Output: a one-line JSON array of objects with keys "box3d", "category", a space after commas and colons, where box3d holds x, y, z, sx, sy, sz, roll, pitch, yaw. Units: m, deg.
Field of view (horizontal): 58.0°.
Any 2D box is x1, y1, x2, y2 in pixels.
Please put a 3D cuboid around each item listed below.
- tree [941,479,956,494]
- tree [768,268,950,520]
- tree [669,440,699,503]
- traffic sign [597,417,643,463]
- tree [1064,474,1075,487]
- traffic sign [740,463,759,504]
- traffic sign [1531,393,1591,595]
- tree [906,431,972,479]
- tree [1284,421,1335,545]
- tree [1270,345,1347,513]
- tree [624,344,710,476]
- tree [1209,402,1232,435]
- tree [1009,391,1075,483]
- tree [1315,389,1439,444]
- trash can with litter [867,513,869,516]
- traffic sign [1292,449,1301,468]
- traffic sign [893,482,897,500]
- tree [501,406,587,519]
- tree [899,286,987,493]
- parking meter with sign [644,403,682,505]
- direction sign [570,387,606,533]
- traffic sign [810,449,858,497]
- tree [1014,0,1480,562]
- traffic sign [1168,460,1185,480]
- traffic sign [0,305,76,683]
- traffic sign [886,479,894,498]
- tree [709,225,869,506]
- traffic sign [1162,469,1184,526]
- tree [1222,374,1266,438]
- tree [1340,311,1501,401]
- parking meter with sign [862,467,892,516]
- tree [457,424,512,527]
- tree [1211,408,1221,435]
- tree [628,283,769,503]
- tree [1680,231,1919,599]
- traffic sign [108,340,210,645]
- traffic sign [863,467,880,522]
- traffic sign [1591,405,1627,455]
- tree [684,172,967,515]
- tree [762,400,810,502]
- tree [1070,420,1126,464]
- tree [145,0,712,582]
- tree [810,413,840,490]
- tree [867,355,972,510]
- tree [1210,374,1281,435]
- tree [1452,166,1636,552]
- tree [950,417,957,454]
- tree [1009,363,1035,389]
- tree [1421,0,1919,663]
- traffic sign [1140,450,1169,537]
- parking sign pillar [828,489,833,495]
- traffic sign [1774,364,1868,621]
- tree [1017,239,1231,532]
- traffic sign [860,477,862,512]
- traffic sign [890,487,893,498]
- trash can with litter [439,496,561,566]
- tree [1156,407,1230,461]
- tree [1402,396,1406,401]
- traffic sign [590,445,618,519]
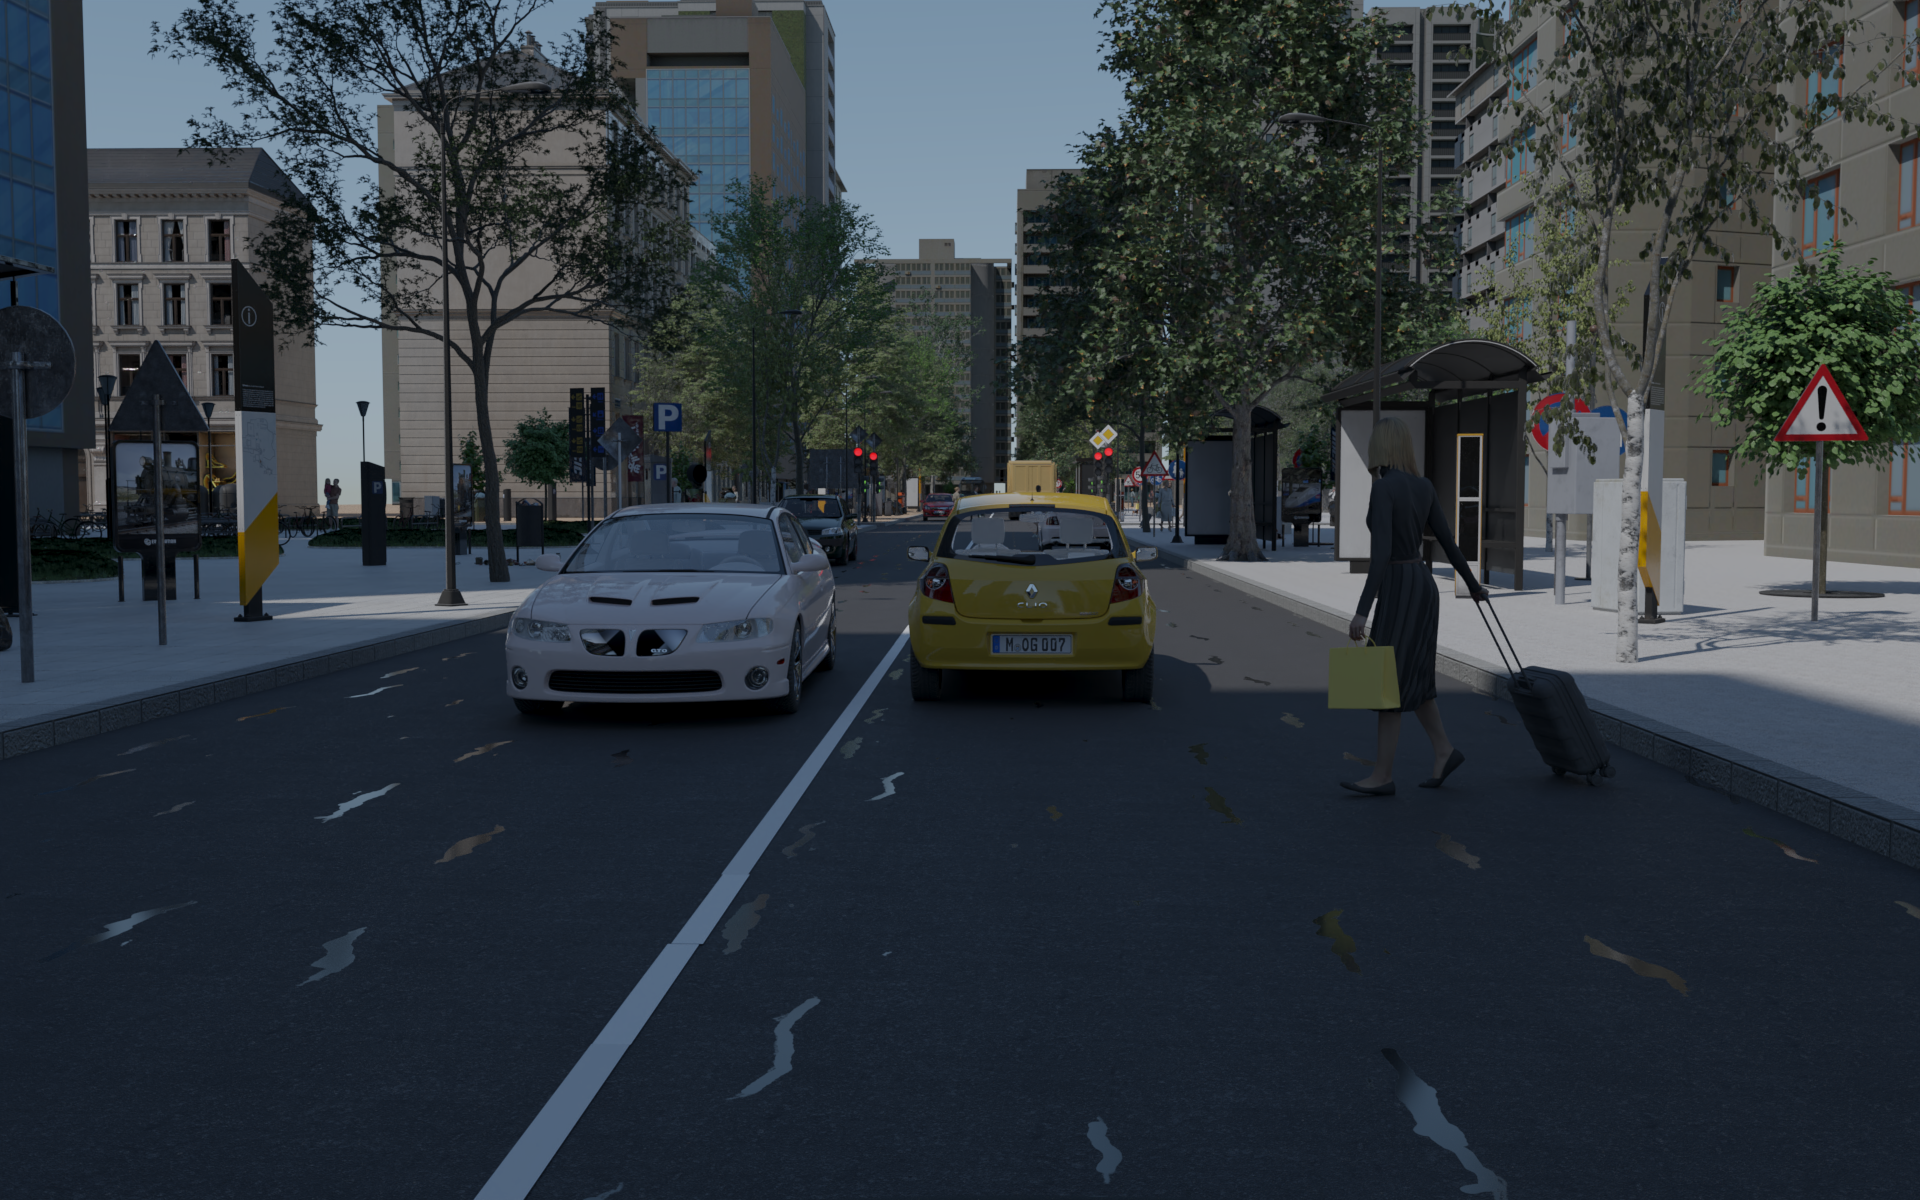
[{"box3d": [-1.116, -12.724, 202.639, 1.663, 3.219, 1.824, 0, 3, 0], "category": "tree"}, {"box3d": [-5.169, -10.291, 86.380, 7.486, 12.596, 7.792, 0, 3, 0], "category": "tree"}, {"box3d": [-10.028, -4.105, 61.723, 1.663, 3.219, 1.824, 0, 3, 0], "category": "tree"}, {"box3d": [-5.820, -1.827, 29.608, 0.795, 2.593, 0.064, 0, 4, 6], "category": "traffic sign"}, {"box3d": [9.478, -9.254, 145.906, 1.663, 3.219, 1.824, 0, 3, 0], "category": "tree"}, {"box3d": [-8.381, -4.205, 68.853, 0.768, 2.556, 0.104, 0, 4, 4], "category": "traffic sign"}, {"box3d": [7.563, -1.330, 21.859, 0.768, 2.556, 0.104, 0, 4, 8], "category": "traffic sign"}, {"box3d": [-2.725, -14.704, 174.824, 8.767, 10.594, 7.601, -1, 4, -10], "category": "tree"}, {"box3d": [8.800, -2.993, 43.542, 1.663, 3.219, 1.824, 0, 3, 0], "category": "tree"}, {"box3d": [25.214, -12.945, 118.306, 9.857, 13.997, 8.962, 0, 3, 0], "category": "tree"}, {"box3d": [-14.169, -8.142, 83.484, 4.360, 8.622, 3.978, 0, 3, 0], "category": "tree"}, {"box3d": [18.365, -10.889, 128.394, 4.737, 8.622, 4.395, 0, 3, 0], "category": "tree"}, {"box3d": [10.089, -17.496, 192.712, 9.857, 13.997, 8.962, 0, 3, 0], "category": "tree"}, {"box3d": [25.859, -10.520, 106.416, 8.767, 10.594, 7.601, 0, 4, -1], "category": "tree"}, {"box3d": [-5.204, -5.547, 101.748, 1.678, 1.210, 2.233, 0, 4, -1], "category": "trash can with litter"}, {"box3d": [9.324, -2.845, 46.628, 0.768, 2.556, 0.104, 1, 4, 9], "category": "traffic sign"}, {"box3d": [-5.527, -9.016, 147.511, 0.768, 2.556, 0.104, 0, 4, 6], "category": "traffic sign"}, {"box3d": [-15.484, -4.956, 64.738, 4.285, 4.588, 4.351, 0, 3, 0], "category": "tree"}, {"box3d": [-3.595, -18.627, 160.446, 12.611, 20.169, 13.585, 0, 3, 0], "category": "tree"}, {"box3d": [-5.897, -2.306, 33.966, 0.543, 3.016, 1.738, -1, 4, -21], "category": "parking meter with sign"}, {"box3d": [-7.921, -2.747, 36.917, 0.876, 3.537, 0.379, 1, 4, 23], "category": "direction sign"}, {"box3d": [-5.704, -5.167, 78.361, 2.265, 3.308, 0.079, 1, 4, 10], "category": "traffic sign"}, {"box3d": [5.318, -7.097, 33.039, 9.611, 12.733, 9.660, 0, 3, 0], "category": "tree"}, {"box3d": [8.072, -3.913, 64.089, 0.768, 2.556, 0.104, 0, 4, 3], "category": "traffic sign"}, {"box3d": [-6.354, -0.711, 11.729, 0.768, 2.556, 0.104, 0, 4, 3], "category": "traffic sign"}, {"box3d": [-5.955, -8.886, 145.386, 0.768, 2.556, 0.104, 1, 4, 10], "category": "traffic sign"}, {"box3d": [-5.149, -6.002, 48.497, 4.737, 8.622, 4.395, 0, 3, 0], "category": "tree"}, {"box3d": [8.236, -4.099, 67.024, 0.884, 2.594, 0.081, 0, 4, 4], "category": "traffic sign"}, {"box3d": [16.857, -8.747, 93.380, 4.360, 8.622, 3.978, 0, 3, 0], "category": "tree"}, {"box3d": [26.065, -10.346, 94.908, 9.928, 11.665, 9.643, 0, 3, 0], "category": "tree"}, {"box3d": [-4.824, -6.320, 99.597, 1.738, 3.016, 0.543, -1, 4, -19], "category": "parking meter with sign"}, {"box3d": [-13.523, -3.258, 47.865, 1.663, 3.219, 1.824, 0, 3, 0], "category": "tree"}, {"box3d": [17.095, -9.135, 99.722, 4.360, 8.622, 3.978, 0, 3, 0], "category": "tree"}, {"box3d": [-14.038, -10.676, 92.683, 7.486, 12.596, 7.792, 0, 3, 0], "category": "tree"}, {"box3d": [10.868, -2.335, 21.893, 4.285, 4.588, 4.351, 0, 3, 0], "category": "tree"}, {"box3d": [-6.775, -0.895, 14.645, 0.884, 2.594, 0.081, 0, 4, 5], "category": "traffic sign"}, {"box3d": [-4.102, -4.893, 80.108, 0.768, 2.556, 0.104, 1, 4, 11], "category": "traffic sign"}, {"box3d": [9.317, -1.524, 25.024, 0.768, 2.556, 0.104, 0, 4, 8], "category": "traffic sign"}, {"box3d": [-5.375, -8.012, 56.749, 9.928, 11.665, 9.643, 0, 3, 0], "category": "tree"}, {"box3d": [-13.906, -10.604, 123.734, 4.360, 8.622, 3.978, 0, 3, 0], "category": "tree"}, {"box3d": [8.789, -9.956, 113.137, 4.737, 8.622, 4.395, 0, 3, 0], "category": "tree"}, {"box3d": [-7.073, -5.545, 25.067, 7.601, 10.594, 8.767, 0, 4, 5], "category": "tree"}, {"box3d": [-11.800, -11.142, 132.535, 4.360, 8.622, 3.978, 0, 3, 0], "category": "tree"}, {"box3d": [-2.869, -13.541, 138.399, 9.611, 12.733, 9.660, 0, 3, 0], "category": "tree"}, {"box3d": [21.814, -12.816, 135.289, 9.928, 11.665, 9.643, 0, 3, 0], "category": "tree"}, {"box3d": [13.092, -5.390, 38.489, 4.737, 8.622, 4.395, 0, 3, 0], "category": "tree"}, {"box3d": [-4.246, -12.338, 119.847, 7.486, 12.596, 7.792, 0, 3, 0], "category": "tree"}, {"box3d": [12.589, -21.591, 208.894, 12.611, 20.169, 13.585, 0, 3, 0], "category": "tree"}, {"box3d": [5.306, -3.835, 13.071, 4.360, 8.622, 3.978, 0, 3, 0], "category": "tree"}, {"box3d": [5.780, -3.150, 51.510, 0.884, 2.594, 0.081, 0, 4, 6], "category": "traffic sign"}, {"box3d": [-7.129, -6.643, 97.090, 1.447, 3.967, 1.447, 2, 4, 30], "category": "parking sign pillar"}, {"box3d": [8.623, -1.064, 17.403, 0.884, 2.594, 0.081, 1, 4, 9], "category": "traffic sign"}, {"box3d": [5.912, -7.542, 57.731, 7.601, 10.594, 8.767, 0, 4, 6], "category": "tree"}, {"box3d": [-7.238, -7.756, 126.918, 0.768, 2.556, 0.104, 1, 4, 9], "category": "traffic sign"}, {"box3d": [-6.060, -9.248, 151.316, 0.768, 2.556, 0.104, 0, 4, 6], "category": "traffic sign"}, {"box3d": [-8.096, -1.243, 31.384, 2.233, 1.210, 1.678, 1, 4, 14], "category": "trash can with litter"}, {"box3d": [20.236, -13.823, 144.132, 7.486, 12.596, 7.792, 0, 3, 0], "category": "tree"}, {"box3d": [13.132, -4.222, 52.740, 4.285, 4.588, 4.351, 0, 3, 0], "category": "tree"}, {"box3d": [-7.719, -2.299, 37.698, 0.768, 2.556, 0.104, 1, 4, 10], "category": "traffic sign"}]
